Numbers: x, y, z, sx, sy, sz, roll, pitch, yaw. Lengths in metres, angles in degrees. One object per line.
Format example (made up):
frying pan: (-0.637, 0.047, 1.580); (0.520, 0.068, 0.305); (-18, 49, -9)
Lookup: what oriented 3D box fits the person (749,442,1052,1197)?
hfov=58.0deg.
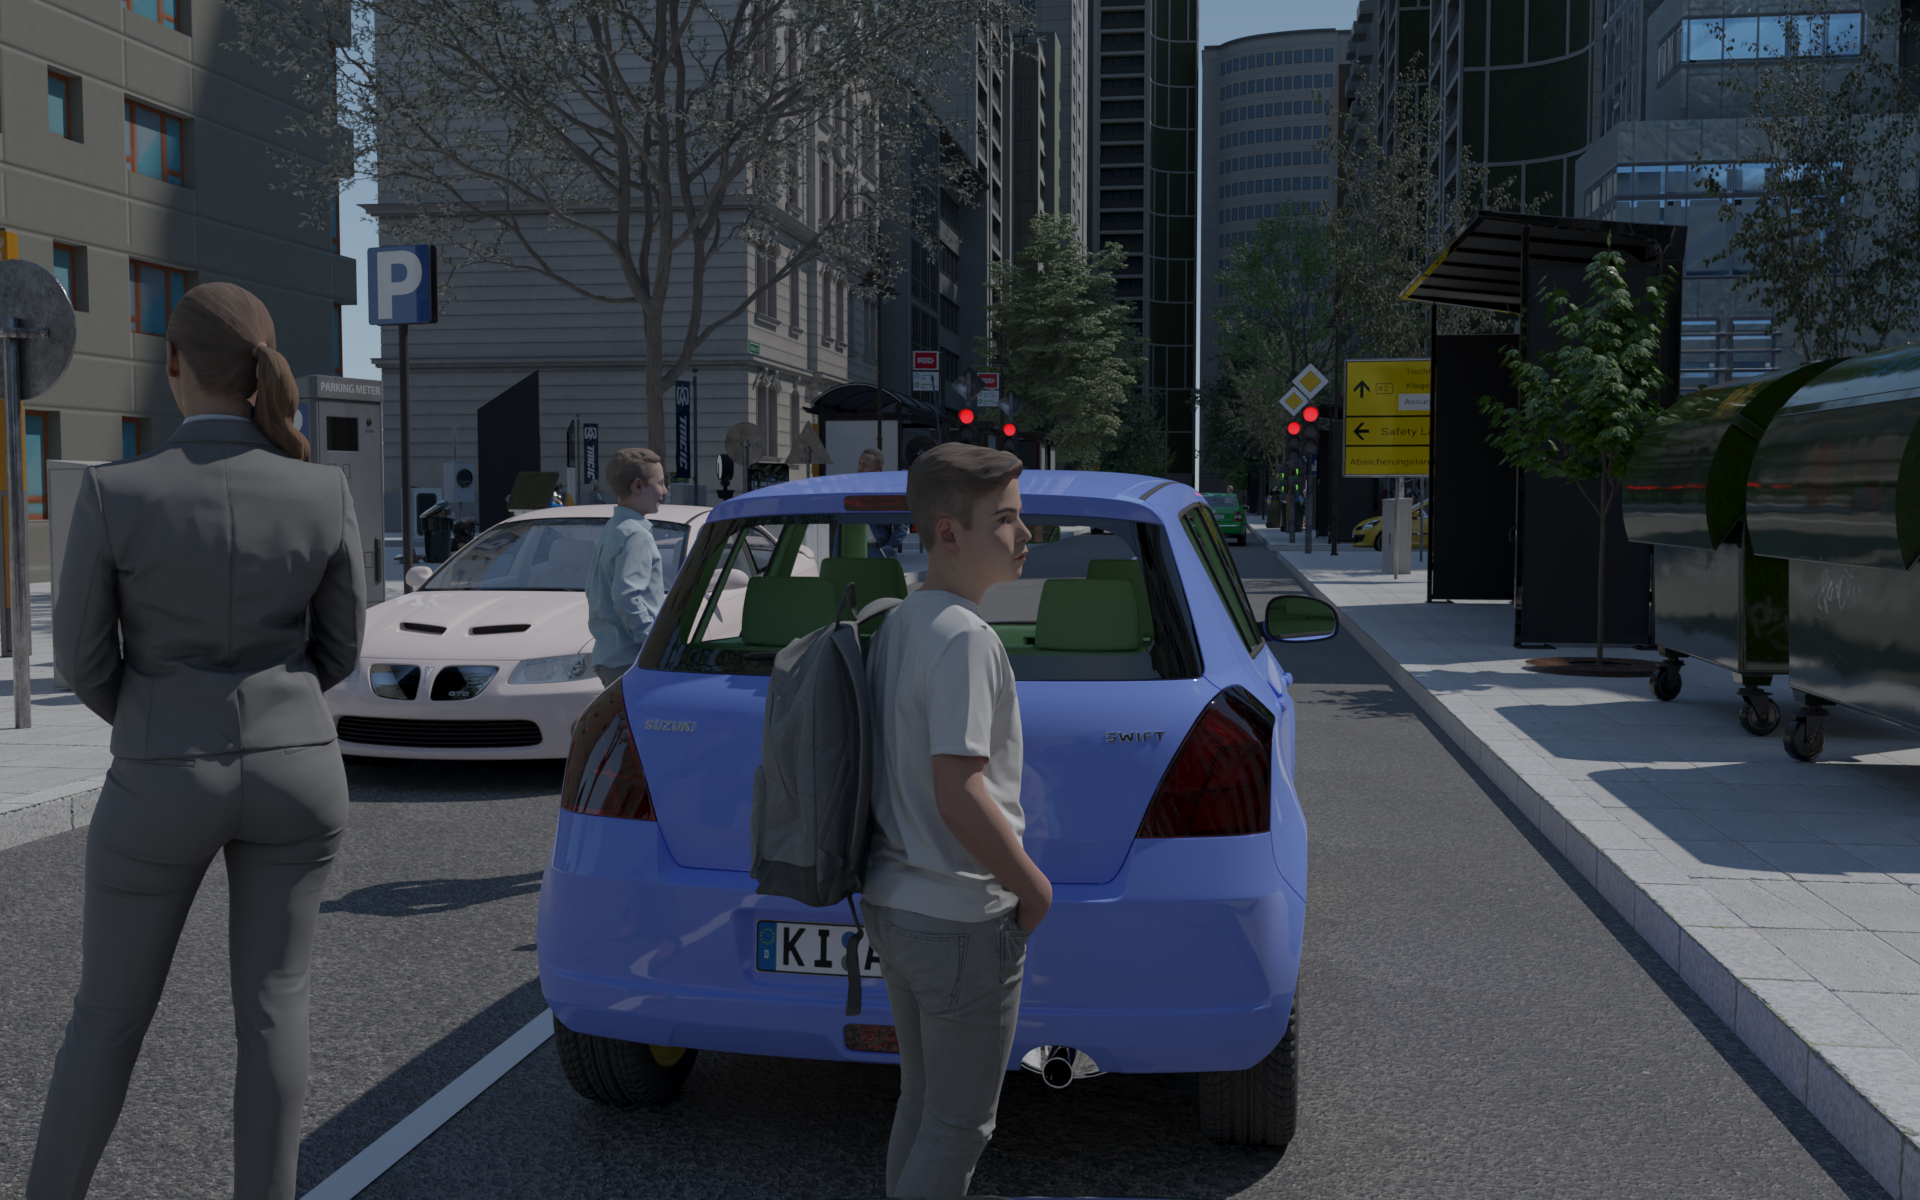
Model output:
person: (-0.045, 0.509, 2.781); (0.503, 1.515, 0.523); (3, 4, 38)

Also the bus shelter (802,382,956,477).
bus shelter: (-1.474, -2.461, 34.154); (2.014, 3.302, 5.546); (1, 4, 8)

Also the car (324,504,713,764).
car: (-2.133, 0.111, 10.555); (2.083, 1.381, 4.827); (1, 4, 10)

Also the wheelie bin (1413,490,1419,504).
wheelie bin: (22.432, -4.782, 86.095); (0.693, 1.594, 0.980); (1, 4, 10)

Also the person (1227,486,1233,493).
person: (9.944, -3.350, 63.944); (0.731, 1.740, 0.598); (3, 5, 41)

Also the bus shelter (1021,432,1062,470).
bus shelter: (2.017, -5.012, 59.574); (2.179, 5.291, 8.768); (1, 4, 9)

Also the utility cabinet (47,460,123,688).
utility cabinet: (-5.643, -0.190, 11.779); (0.318, 1.500, 1.173); (1, 4, 10)

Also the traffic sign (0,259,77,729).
traffic sign: (-5.136, -0.569, 9.417); (0.768, 2.556, 0.104); (1, 4, 14)

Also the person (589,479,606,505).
person: (-8.971, -2.101, 43.038); (0.526, 1.800, 0.537); (2, 4, 33)

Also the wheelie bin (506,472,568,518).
wheelie bin: (-5.948, -1.008, 24.396); (0.980, 1.594, 0.693); (1, 4, 17)

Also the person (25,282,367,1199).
person: (-1.377, 0.348, 3.085); (0.573, 1.790, 0.520); (3, 5, 40)

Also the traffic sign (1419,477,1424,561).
traffic sign: (8.773, -1.882, 32.894); (0.606, 2.300, 0.079); (1, 4, 13)

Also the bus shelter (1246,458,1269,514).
bus shelter: (19.420, -7.487, 113.703); (1.731, 3.624, 6.357); (1, 4, 9)

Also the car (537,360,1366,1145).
car: (0.165, 0.267, 5.226); (1.945, 1.707, 3.694); (1, 4, 10)

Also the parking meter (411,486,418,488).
parking meter: (-16.506, -2.693, 52.439); (0.372, 1.533, 0.369); (0, 3, 0)

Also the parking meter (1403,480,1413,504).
parking meter: (18.075, -3.932, 70.004); (0.399, 1.863, 0.255); (0, 4, -8)

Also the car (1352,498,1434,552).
car: (11.334, -1.883, 41.014); (3.980, 1.641, 2.015); (1, 4, 9)

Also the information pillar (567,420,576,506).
information pillar: (-12.174, -3.847, 54.255); (0.183, 3.616, 0.504); (1, 4, 9)

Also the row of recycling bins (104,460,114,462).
row of recycling bins: (-10.512, -0.955, 22.730); (1.069, 1.692, 3.534); (0, 4, -5)

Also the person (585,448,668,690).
person: (-1.226, 0.233, 6.505); (0.330, 1.601, 0.589); (-1, 4, -15)

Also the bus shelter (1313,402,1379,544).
bus shelter: (10.404, -3.426, 47.294); (1.731, 3.624, 6.357); (1, 4, 9)

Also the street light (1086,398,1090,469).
street light: (5.935, -6.589, 80.521); (0.468, 5.910, 1.993); (1, 4, 8)

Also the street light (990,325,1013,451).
street light: (1.136, -4.565, 47.422); (0.468, 5.910, 1.993); (1, 4, 8)

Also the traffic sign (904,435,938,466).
traffic sign: (-0.835, -2.278, 37.355); (0.768, 2.556, 0.104); (1, 4, 13)

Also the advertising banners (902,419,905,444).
advertising banners: (-2.055, -2.580, 38.371); (2.074, 3.025, 0.090); (2, 4, 34)

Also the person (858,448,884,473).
person: (-0.769, -0.320, 13.923); (0.721, 1.800, 0.419); (1, 4, 18)

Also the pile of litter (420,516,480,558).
pile of litter: (-9.905, -1.231, 34.096); (1.719, 0.858, 1.176); (3, 5, 43)

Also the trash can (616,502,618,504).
trash can: (-5.577, -1.123, 30.020); (0.748, 1.137, 0.748); (0, 3, 0)

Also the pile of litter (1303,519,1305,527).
pile of litter: (13.183, -3.254, 67.168); (1.719, 0.858, 1.176); (0, 4, 1)

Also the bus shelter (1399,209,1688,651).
bus shelter: (5.571, -1.591, 17.298); (1.731, 3.624, 6.357); (1, 4, 8)

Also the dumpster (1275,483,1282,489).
dumpster: (21.220, -6.820, 114.008); (1.502, 2.255, 1.985); (1, 4, 8)

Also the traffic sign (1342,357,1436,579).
traffic sign: (6.881, -1.960, 25.912); (2.265, 3.308, 0.079); (1, 4, 12)

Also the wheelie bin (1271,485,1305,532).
wheelie bin: (11.190, -3.085, 58.348); (0.980, 1.594, 0.693); (3, 4, 38)

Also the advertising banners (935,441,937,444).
advertising banners: (-1.495, -3.685, 56.436); (2.074, 3.025, 0.090); (-3, 5, -44)

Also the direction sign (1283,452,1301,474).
direction sign: (16.703, -5.820, 87.148); (0.876, 3.537, 0.379); (1, 4, 17)

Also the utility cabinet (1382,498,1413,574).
utility cabinet: (7.082, -1.037, 28.122); (0.306, 1.237, 1.020); (0, 4, 3)

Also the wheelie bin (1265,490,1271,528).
wheelie bin: (11.895, -3.495, 65.055); (0.693, 1.594, 0.980); (2, 4, 34)

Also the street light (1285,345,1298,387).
street light: (10.326, -4.951, 53.735); (0.468, 5.910, 1.993); (1, 4, 8)

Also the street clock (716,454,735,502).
street clock: (-4.242, -1.637, 31.327); (0.358, 2.002, 0.471); (-1, 4, -20)

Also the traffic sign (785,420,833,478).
traffic sign: (-2.680, -1.872, 30.605); (0.884, 2.594, 0.081); (1, 4, 12)

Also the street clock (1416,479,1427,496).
street clock: (21.868, -4.745, 82.153); (0.471, 2.002, 0.358); (0, 4, 1)

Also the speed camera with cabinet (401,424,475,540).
speed camera with cabinet: (-14.663, -3.323, 48.667); (0.660, 3.252, 2.038); (3, 5, 40)

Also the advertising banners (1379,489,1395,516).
advertising banners: (12.560, -3.374, 51.354); (0.090, 3.025, 2.074); (3, 5, 44)

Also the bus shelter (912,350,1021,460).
bus shelter: (0.139, -4.483, 50.930); (2.179, 5.291, 8.768); (1, 4, 8)

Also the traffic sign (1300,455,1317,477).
traffic sign: (10.264, -3.102, 50.824); (0.768, 2.556, 0.104); (1, 4, 13)

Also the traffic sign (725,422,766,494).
traffic sign: (-3.796, -1.866, 30.615); (0.768, 2.556, 0.104); (1, 4, 12)

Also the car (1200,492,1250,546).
car: (7.256, -2.476, 49.279); (1.959, 1.807, 4.718); (1, 4, 9)

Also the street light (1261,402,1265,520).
street light: (15.160, -6.949, 86.400); (0.468, 5.910, 1.993); (1, 4, 8)

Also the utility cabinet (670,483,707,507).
utility cabinet: (-5.635, -1.677, 36.097); (0.318, 1.500, 1.173); (1, 4, 15)
